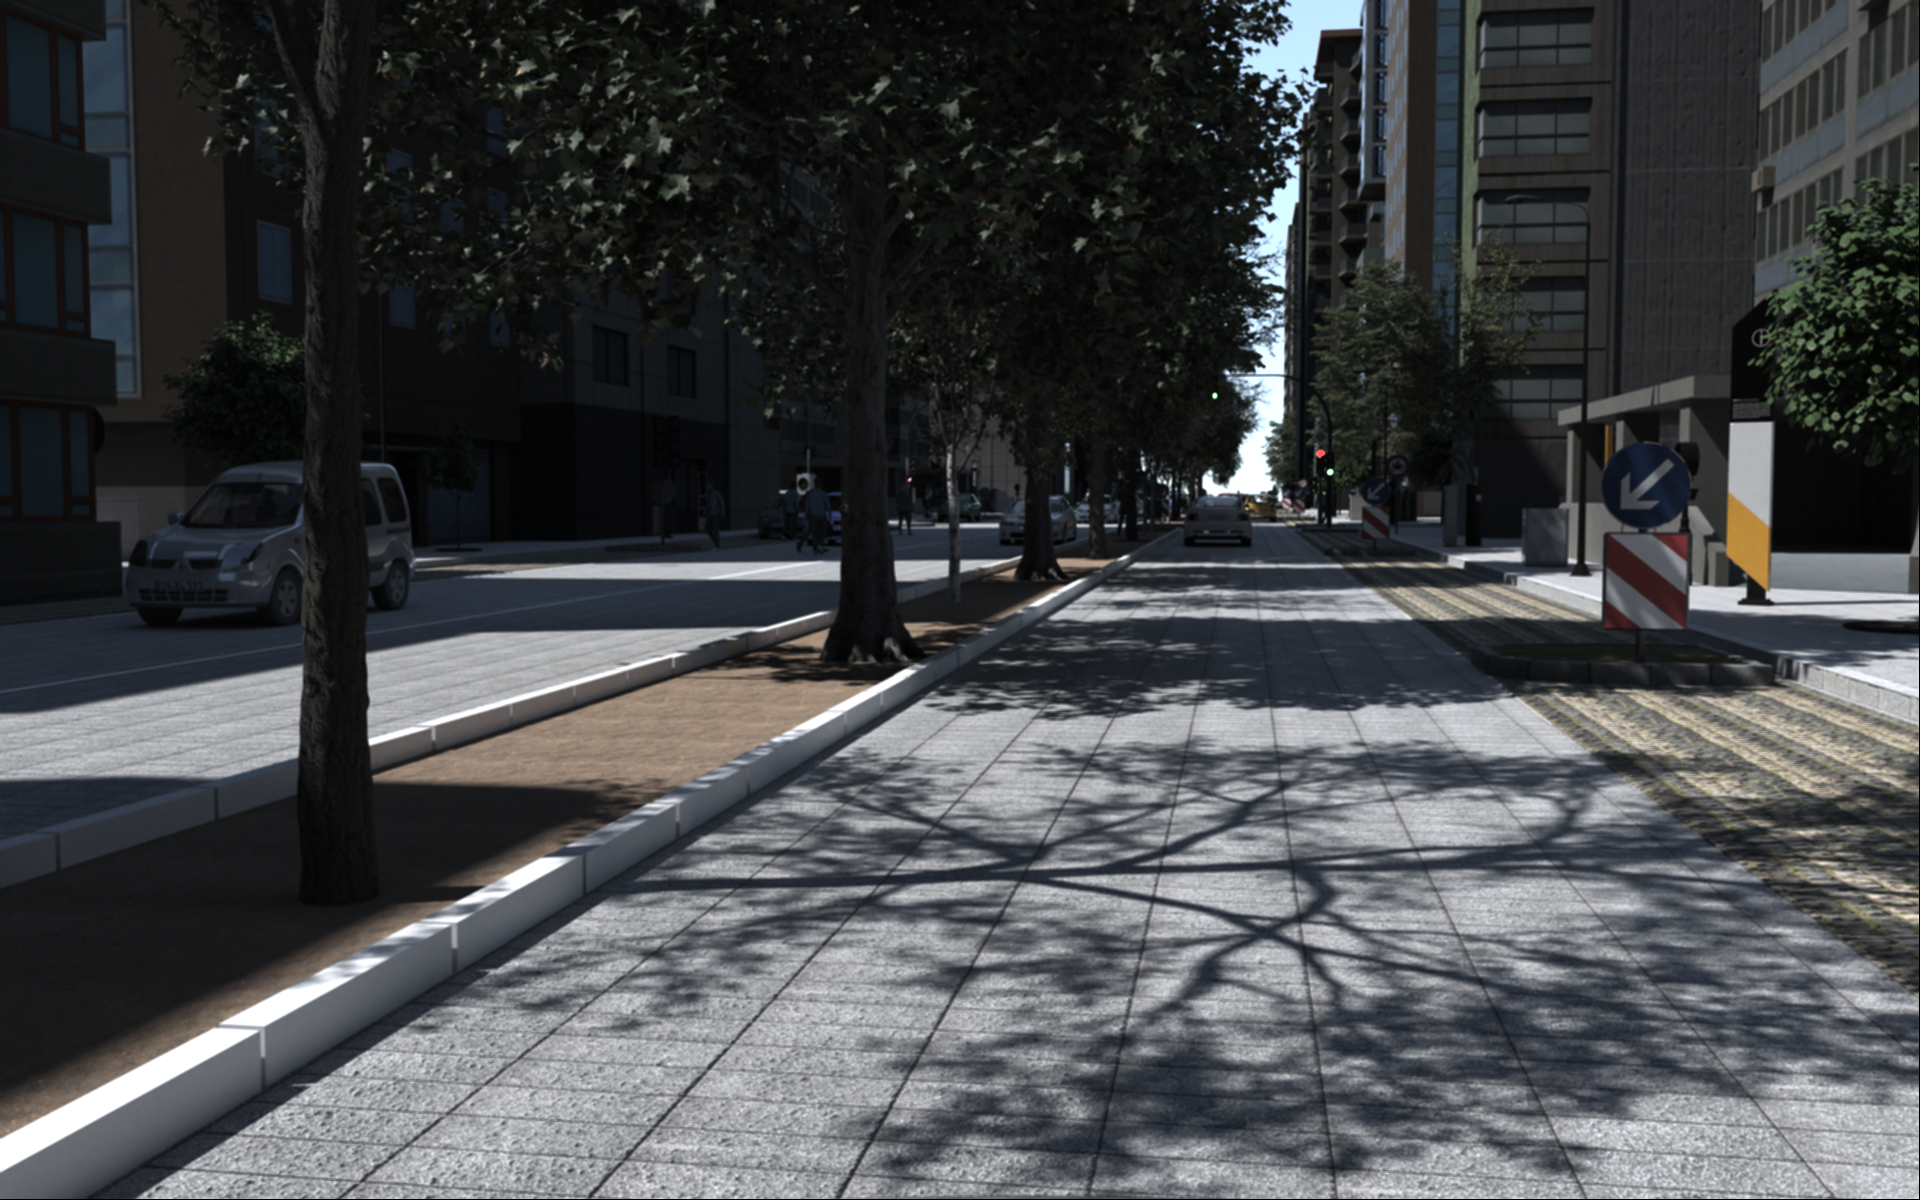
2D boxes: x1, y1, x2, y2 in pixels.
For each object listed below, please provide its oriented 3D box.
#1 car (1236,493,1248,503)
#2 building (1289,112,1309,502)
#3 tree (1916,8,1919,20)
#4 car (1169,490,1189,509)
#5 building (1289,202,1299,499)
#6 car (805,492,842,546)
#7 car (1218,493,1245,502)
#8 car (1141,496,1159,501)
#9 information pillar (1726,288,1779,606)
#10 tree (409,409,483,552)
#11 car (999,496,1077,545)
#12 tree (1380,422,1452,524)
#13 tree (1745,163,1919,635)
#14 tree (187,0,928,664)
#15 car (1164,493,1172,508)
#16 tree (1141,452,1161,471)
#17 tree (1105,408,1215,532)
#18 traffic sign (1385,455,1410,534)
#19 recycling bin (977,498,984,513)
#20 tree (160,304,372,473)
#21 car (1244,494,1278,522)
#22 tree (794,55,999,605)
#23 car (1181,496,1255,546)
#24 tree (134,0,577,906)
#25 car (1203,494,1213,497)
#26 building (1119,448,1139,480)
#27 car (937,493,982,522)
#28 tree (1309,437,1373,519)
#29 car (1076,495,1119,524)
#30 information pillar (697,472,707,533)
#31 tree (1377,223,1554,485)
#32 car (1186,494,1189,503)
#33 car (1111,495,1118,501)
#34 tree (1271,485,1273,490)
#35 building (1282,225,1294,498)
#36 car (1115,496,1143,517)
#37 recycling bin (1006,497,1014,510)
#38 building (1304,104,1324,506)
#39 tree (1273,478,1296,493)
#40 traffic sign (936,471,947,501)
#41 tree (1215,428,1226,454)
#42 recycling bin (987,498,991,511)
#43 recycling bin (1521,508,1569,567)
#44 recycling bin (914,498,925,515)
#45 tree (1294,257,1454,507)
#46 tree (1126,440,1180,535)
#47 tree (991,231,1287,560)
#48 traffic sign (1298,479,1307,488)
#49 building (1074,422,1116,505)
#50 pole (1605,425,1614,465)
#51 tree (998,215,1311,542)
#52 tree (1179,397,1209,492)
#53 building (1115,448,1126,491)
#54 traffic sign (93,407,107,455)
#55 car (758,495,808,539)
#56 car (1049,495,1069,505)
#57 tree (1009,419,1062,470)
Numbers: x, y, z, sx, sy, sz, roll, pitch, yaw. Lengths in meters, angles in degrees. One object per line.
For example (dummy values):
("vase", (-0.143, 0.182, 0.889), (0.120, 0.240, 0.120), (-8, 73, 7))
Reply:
("car", (19.389, -6.802, 120.252), (2.155, 1.783, 4.494), (1, 4, 9))
("building", (45.851, -33.522, 198.192), (14.600, 45.320, 14.200), (1, 4, 9))
("tree", (6.652, -3.520, 7.908), (4.360, 8.622, 3.978), (0, 3, 0))
("car", (20.489, -9.467, 163.452), (2.281, 1.827, 5.304), (1, 4, 9))
("building", (59.452, -36.570, 252.540), (22.147, 44.769, 28.867), (1, 4, 9))
("car", (-3.240, -2.424, 49.230), (1.945, 1.707, 3.694), (1, 4, 9))
("car", (16.658, -6.020, 107.460), (2.155, 1.783, 4.494), (0, 4, 8))
("car", (14.411, -7.378, 130.423), (2.009, 1.686, 4.222), (1, 4, 11))
("information pillar", (9.140, -1.750, 19.965), (0.504, 3.616, 0.183), (3, 5, 43))
("tree", (-11.273, -2.721, 39.088), (1.663, 3.219, 1.824), (0, 3, 0))
("car", (2.303, -2.315, 50.207), (2.083, 1.381, 4.827), (1, 4, 10))
("tree", (20.738, -5.536, 74.219), (4.285, 4.588, 4.351), (0, 3, 0))
("tree", (9.133, -1.984, 16.156), (4.285, 4.588, 4.351), (0, 3, 0))
("tree", (-0.820, -5.819, 14.600), (9.611, 12.733, 9.660), (0, 3, 0))
("car", (18.041, -8.742, 152.524), (1.945, 1.707, 3.694), (1, 4, 9))
("tree", (32.978, -23.363, 307.734), (9.928, 11.665, 9.643), (0, 3, 0))
("tree", (7.230, -6.880, 65.307), (4.737, 8.622, 4.395), (0, 3, 0))
("traffic sign", (14.120, -3.415, 55.947), (0.768, 2.556, 0.104), (1, 4, 13))
("recycling bin", (1.146, -6.476, 118.434), (0.722, 1.027, 0.722), (-3, 5, -44))
("tree", (-11.952, -2.832, 30.022), (4.285, 4.588, 4.351), (0, 3, 0))
("car", (15.424, -4.843, 89.411), (2.015, 1.641, 3.980), (0, 4, 8))
("tree", (-0.095, -4.217, 21.772), (4.360, 8.622, 3.978), (0, 3, 0))
("car", (7.292, -2.238, 48.958), (2.083, 1.381, 4.827), (1, 4, 9))
("tree", (-2.272, -4.195, 5.456), (8.767, 10.594, 7.601), (1, 4, 9))
("car", (43.470, -17.890, 302.286), (2.009, 1.686, 4.222), (1, 4, 10))
("building", (19.091, -40.802, 290.821), (21.300, 48.544, 21.600), (1, 4, 9))
("car", (-0.008, -4.904, 88.984), (1.959, 1.807, 4.718), (1, 4, 9))
("tree", (21.002, -6.559, 90.959), (4.285, 4.588, 4.351), (0, 3, 0))
("car", (6.723, -4.430, 84.436), (2.014, 1.417, 4.499), (1, 4, 10))
("information pillar", (-8.424, -3.187, 56.597), (0.304, 2.012, 0.304), (-1, 4, -15))
("tree", (13.767, -5.909, 46.970), (4.737, 8.622, 4.395), (0, 3, 0))
("car", (24.267, -11.052, 189.499), (1.959, 1.807, 4.718), (1, 4, 9))
("car", (17.313, -11.095, 193.982), (1.945, 1.354, 3.894), (1, 4, 9))
("tree", (53.397, -18.316, 294.064), (1.663, 3.219, 1.824), (0, 3, 0))
("building", (65.603, -40.844, 291.495), (21.300, 48.544, 21.600), (1, 4, 9))
("car", (10.594, -5.947, 109.594), (2.083, 1.381, 4.827), (1, 4, 11))
("recycling bin", (3.930, -7.858, 141.026), (0.722, 1.027, 0.722), (3, 5, 44))
("building", (43.797, -30.596, 183.838), (14.154, 41.232, 14.086), (1, 4, 9))
("tree", (41.067, -13.716, 218.853), (1.663, 3.219, 1.824), (0, 3, 0))
("traffic sign", (-0.949, -5.779, 94.597), (0.768, 2.556, 0.104), (1, 4, 17))
("tree", (16.023, -10.057, 117.255), (4.737, 8.622, 4.395), (0, 3, 0))
("recycling bin", (2.205, -6.822, 124.094), (0.722, 1.027, 0.722), (2, 4, 30))
("recycling bin", (10.421, -1.119, 30.857), (0.722, 1.027, 0.722), (1, 4, 12))
("recycling bin", (-2.488, -5.883, 108.737), (0.722, 1.027, 0.722), (1, 4, 9))
("tree", (20.524, -10.097, 83.219), (7.486, 12.596, 7.792), (0, 3, 0))
("tree", (3.307, -5.529, 43.221), (4.360, 8.622, 3.978), (0, 3, 0))
("tree", (3.045, -7.123, 37.053), (7.486, 12.596, 7.792), (0, 3, 0))
("traffic sign", (28.682, -8.859, 144.957), (0.768, 2.556, 0.104), (1, 4, 17))
("building", (14.260, -28.784, 242.316), (14.160, 30.474, 14.107), (1, 4, 9))
("pole", (16.865, -3.132, 45.051), (0.158, 3.312, 0.155), (0, 3, 0))
("tree", (5.160, -8.495, 51.713), (12.009, 13.543, 11.850), (0, 3, 0))
("tree", (6.443, -6.557, 60.031), (4.360, 8.622, 3.978), (0, 3, 0))
("building", (13.908, -39.477, 265.051), (23.786, 49.044, 30.456), (1, 4, 9))
("traffic sign", (-12.403, -1.493, 24.522), (0.768, 2.556, 0.104), (1, 4, 18))
("car", (-5.255, -2.720, 56.472), (2.014, 1.417, 4.499), (1, 4, 9))
("car", (5.386, -5.504, 102.347), (2.083, 1.381, 4.827), (1, 4, 10))
("tree", (6.807, -11.920, 145.250), (4.737, 8.622, 4.395), (0, 3, 0))
